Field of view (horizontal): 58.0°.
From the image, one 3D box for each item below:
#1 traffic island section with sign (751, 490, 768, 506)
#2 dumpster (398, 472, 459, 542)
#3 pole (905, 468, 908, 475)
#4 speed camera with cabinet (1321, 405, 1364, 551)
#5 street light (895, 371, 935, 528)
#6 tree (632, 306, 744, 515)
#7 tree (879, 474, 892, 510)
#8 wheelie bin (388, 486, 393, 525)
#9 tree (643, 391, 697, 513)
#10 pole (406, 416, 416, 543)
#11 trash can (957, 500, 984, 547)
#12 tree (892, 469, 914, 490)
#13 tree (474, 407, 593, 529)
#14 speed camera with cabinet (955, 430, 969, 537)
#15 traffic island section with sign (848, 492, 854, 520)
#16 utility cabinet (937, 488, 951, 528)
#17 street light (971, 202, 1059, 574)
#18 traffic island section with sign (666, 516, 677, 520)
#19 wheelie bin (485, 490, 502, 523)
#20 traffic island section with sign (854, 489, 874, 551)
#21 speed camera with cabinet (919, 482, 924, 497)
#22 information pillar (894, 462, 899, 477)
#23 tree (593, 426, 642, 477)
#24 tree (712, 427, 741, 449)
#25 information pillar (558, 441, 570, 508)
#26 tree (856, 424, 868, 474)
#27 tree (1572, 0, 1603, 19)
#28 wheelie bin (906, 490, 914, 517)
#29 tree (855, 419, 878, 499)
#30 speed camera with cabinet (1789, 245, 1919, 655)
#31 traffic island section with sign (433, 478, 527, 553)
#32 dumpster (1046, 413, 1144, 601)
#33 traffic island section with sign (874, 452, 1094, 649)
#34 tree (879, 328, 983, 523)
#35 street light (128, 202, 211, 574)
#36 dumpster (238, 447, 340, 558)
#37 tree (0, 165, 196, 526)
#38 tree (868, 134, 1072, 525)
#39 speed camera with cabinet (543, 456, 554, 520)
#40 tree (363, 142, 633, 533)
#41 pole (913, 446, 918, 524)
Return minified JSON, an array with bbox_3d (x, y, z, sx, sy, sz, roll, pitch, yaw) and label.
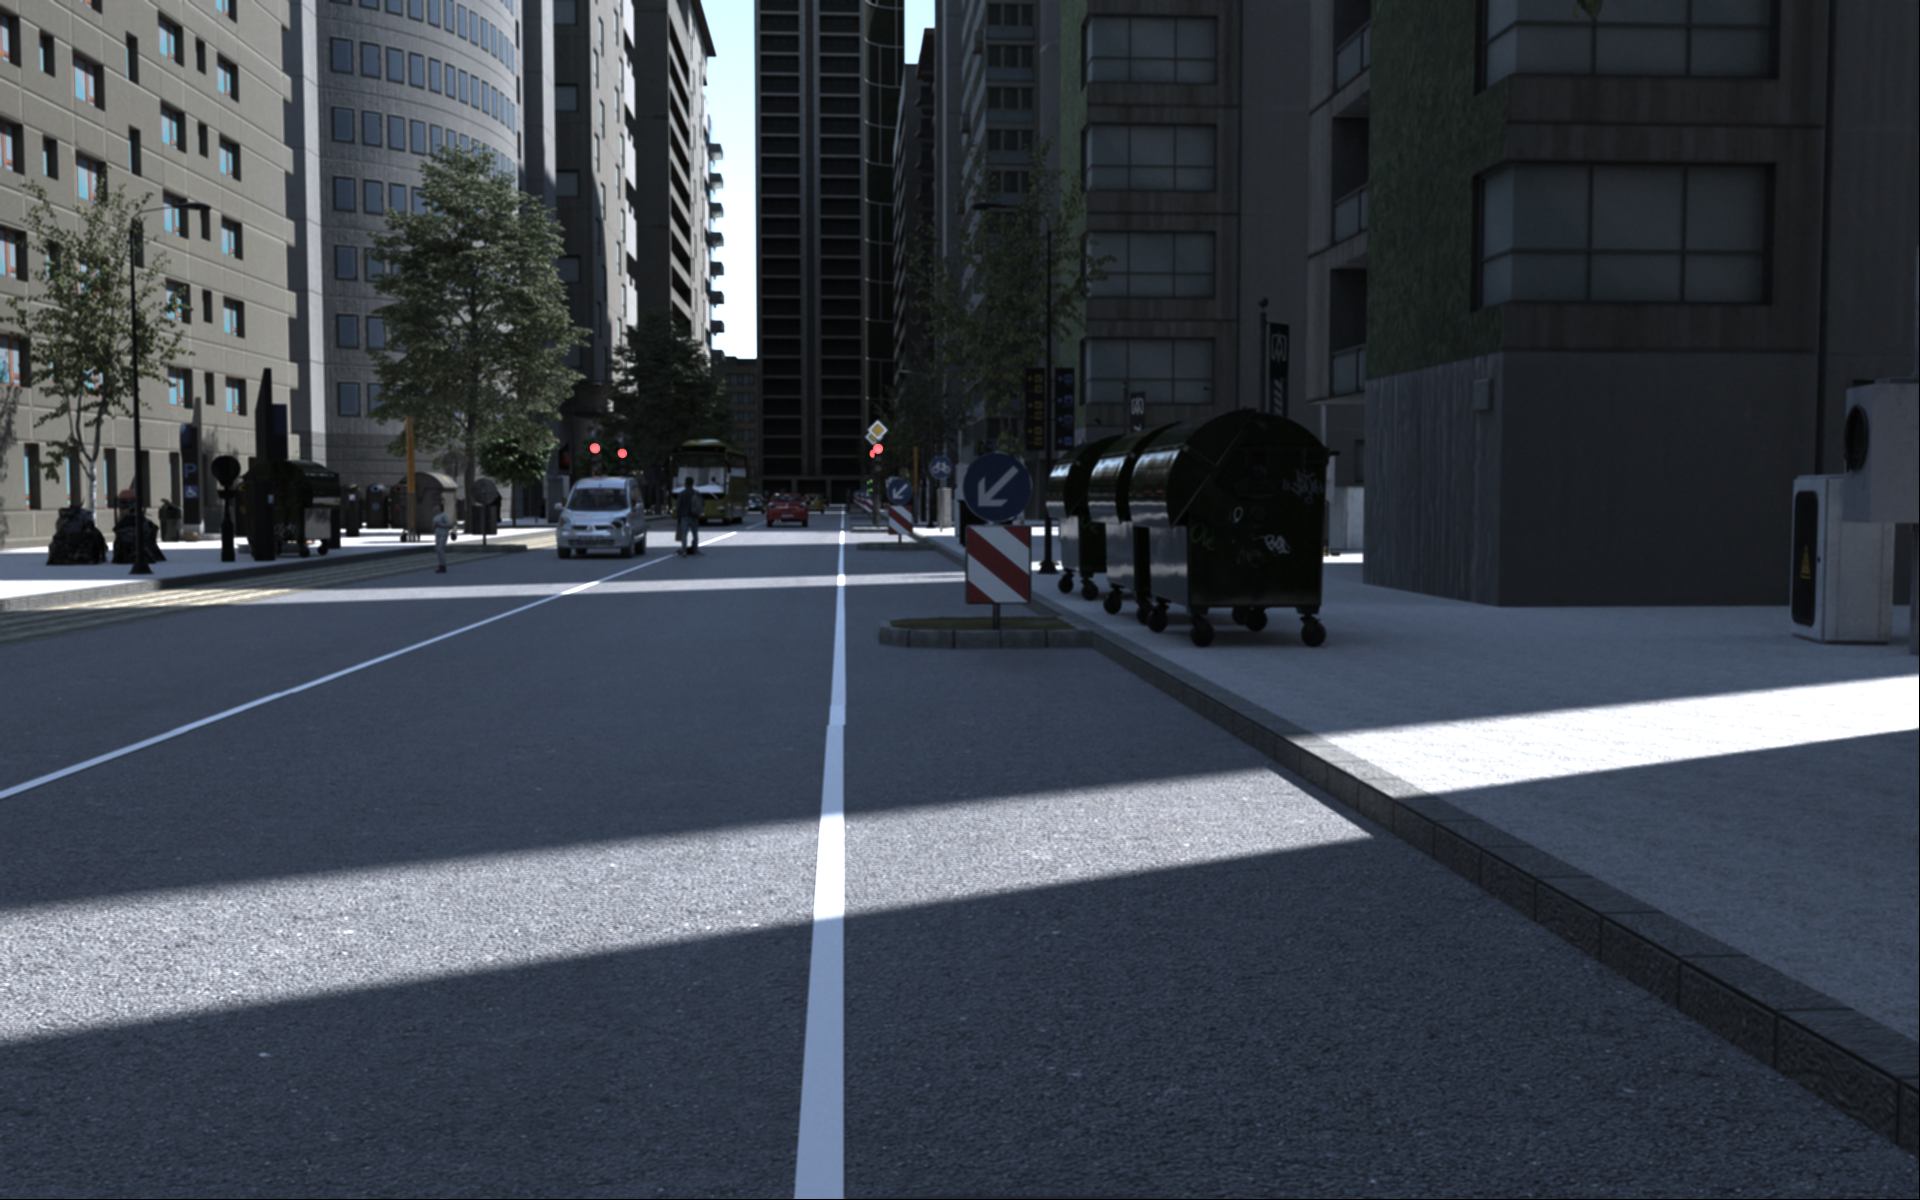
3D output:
[{"bbox_3d":[-20.641,-10.133,174.303,1.989,1.847,2.006,0,4,-4],"label":"traffic island section with sign"},{"bbox_3d":[-14.347,-2.505,46.722,1.264,1.857,1.865,0,4,-4],"label":"dumpster"},{"bbox_3d":[-4.193,-8.731,136.590,0.158,3.312,0.155,0,3,0],"label":"pole"},{"bbox_3d":[8.512,-2.751,39.317,2.038,3.252,0.660,-3,5,-40],"label":"speed camera with cabinet"},{"bbox_3d":[-1.650,-5.683,65.453,1.470,5.913,1.316,0,4,-4],"label":"street light"},{"bbox_3d":[-17.874,-11.413,104.735,7.486,12.596,7.792,0,3,0],"label":"tree"},{"bbox_3d":[-5.328,-9.072,142.925,1.663,3.219,1.824,0,3,0],"label":"tree"},{"bbox_3d":[-23.238,-3.895,71.598,0.980,1.594,0.693,1,4,10],"label":"wheelie bin"},{"bbox_3d":[-19.336,-10.049,114.662,4.737,8.622,4.395,0,3,0],"label":"tree"},{"bbox_3d":[-14.424,-3.159,45.490,0.158,3.312,0.155,0,3,0],"label":"pole"},{"bbox_3d":[0.293,-1.860,42.072,0.748,1.137,0.748,0,3,0],"label":"trash can"},{"bbox_3d":[-3.949,-8.496,133.518,1.663,3.219,1.824,0,3,0],"label":"tree"},{"bbox_3d":[-16.681,-4.972,65.001,4.285,4.588,4.351,0,3,0],"label":"tree"},{"bbox_3d":[0.166,-3.591,53.055,0.660,3.252,2.038,0,4,2],"label":"speed camera with cabinet"},{"bbox_3d":[-5.255,-5.466,97.996,1.989,1.847,2.006,0,4,-4],"label":"traffic island section with sign"},{"bbox_3d":[-0.606,-3.465,65.330,0.318,1.500,1.173,-1,4,-13],"label":"utility cabinet"},{"bbox_3d":[0.880,-3.375,27.717,1.470,5.913,1.316,0,4,-4],"label":"street light"},{"bbox_3d":[-15.460,-5.425,97.321,1.989,1.847,2.006,0,4,-4],"label":"traffic island section with sign"},{"bbox_3d":[-20.886,-4.246,77.335,0.980,1.594,0.693,3,5,44],"label":"wheelie bin"},{"bbox_3d":[-1.679,-2.213,44.807,1.989,1.847,2.006,0,4,-4],"label":"traffic island section with sign"},{"bbox_3d":[-3.092,-7.743,120.926,0.660,3.252,2.038,1,4,17],"label":"speed camera with cabinet"},{"bbox_3d":[-4.834,-8.436,129.282,0.183,3.616,0.504,0,4,7],"label":"information pillar"},{"bbox_3d":[-16.949,-6.081,83.138,4.285,4.588,4.351,0,3,0],"label":"tree"},{"bbox_3d":[-22.066,-12.703,158.057,4.737,8.622,4.395,0,3,0],"label":"tree"},{"bbox_3d":[-17.564,-5.231,76.875,0.504,3.616,0.183,-2,4,-26],"label":"information pillar"},{"bbox_3d":[-2.274,-8.555,90.239,4.737,8.622,4.395,0,3,0],"label":"tree"},{"bbox_3d":[3.173,-3.363,5.350,4.737,8.622,4.395,0,3,0],"label":"tree"},{"bbox_3d":[-2.726,-5.466,97.269,0.693,1.594,0.980,0,4,7],"label":"wheelie bin"},{"bbox_3d":[-7.406,-12.948,162.065,4.360,8.622,3.978,0,3,0],"label":"tree"},{"bbox_3d":[7.606,-1.238,14.576,0.660,3.252,2.038,1,4,10],"label":"speed camera with cabinet"},{"bbox_3d":[-11.796,-2.088,42.769,1.989,1.847,2.006,0,4,-4],"label":"traffic island section with sign"},{"bbox_3d":[1.920,-1.167,21.579,1.502,2.255,1.985,0,4,-4],"label":"dumpster"},{"bbox_3d":[0.195,-0.514,17.025,1.989,1.847,2.006,0,4,-4],"label":"traffic island section with sign"},{"bbox_3d":[-1.219,-7.786,77.662,4.360,8.622,3.978,0,3,0],"label":"tree"},{"bbox_3d":[-12.610,-3.371,27.658,1.470,5.913,1.316,0,4,-4],"label":"street light"},{"bbox_3d":[-13.720,-2.016,35.452,1.502,2.255,1.985,0,4,-4],"label":"dumpster"},{"bbox_3d":[-19.805,-5.455,39.548,4.737,8.622,4.395,0,3,0],"label":"tree"},{"bbox_3d":[0.992,-5.168,34.865,4.737,8.622,4.395,0,3,0],"label":"tree"},{"bbox_3d":[-20.027,-5.598,85.863,0.660,3.252,2.038,-2,4,-35],"label":"speed camera with cabinet"},{"bbox_3d":[-15.698,-8.468,56.574,7.486,12.596,7.792,0,3,0],"label":"tree"},{"bbox_3d":[-1.902,-4.919,74.276,0.158,3.312,0.155,0,3,0],"label":"pole"}]
